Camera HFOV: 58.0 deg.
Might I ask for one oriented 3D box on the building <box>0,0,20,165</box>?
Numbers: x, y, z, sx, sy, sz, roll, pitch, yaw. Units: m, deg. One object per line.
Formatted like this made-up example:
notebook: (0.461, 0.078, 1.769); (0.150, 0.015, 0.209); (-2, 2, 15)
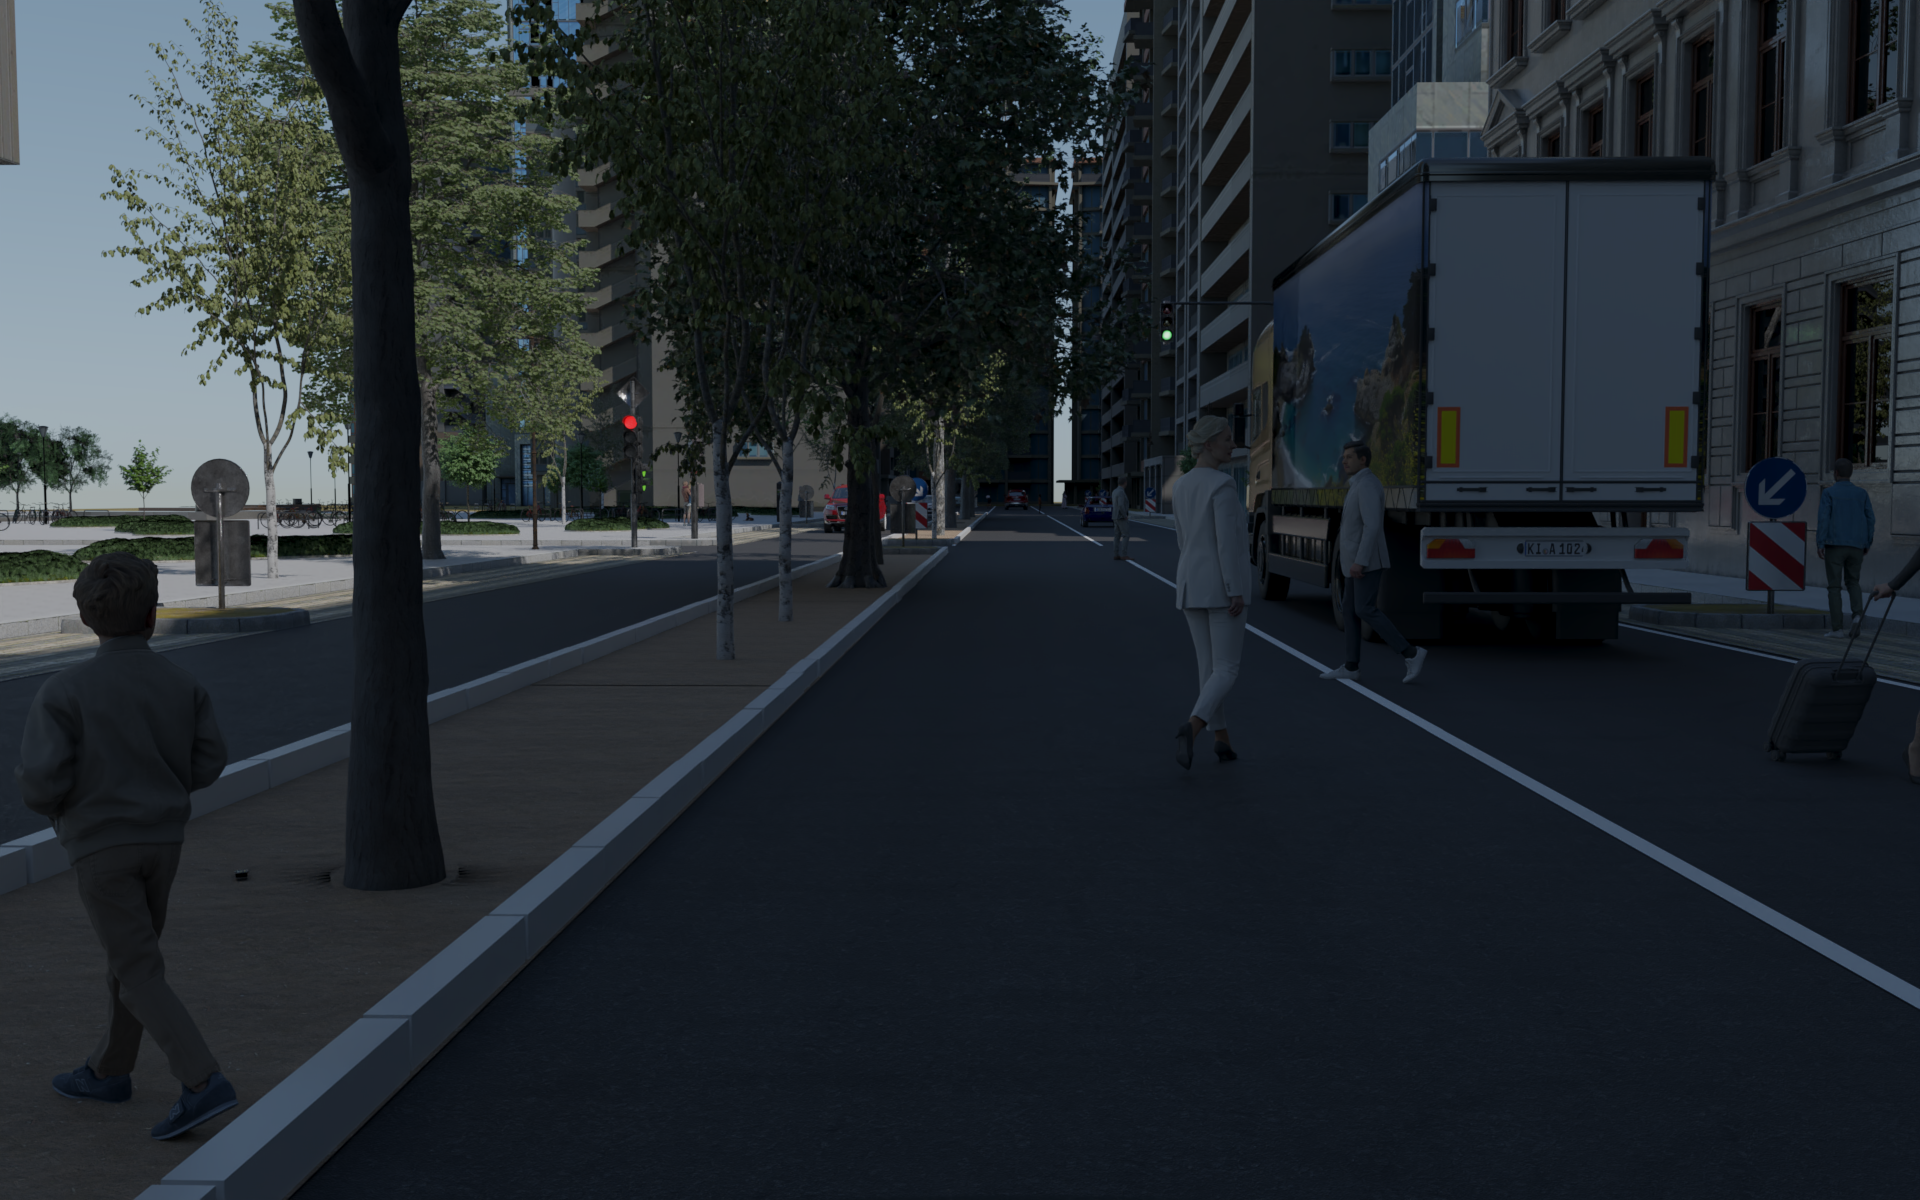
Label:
building: (-34.383, -26.636, 24.741); (27.495, 52.752, 28.713); (0, 4, 2)

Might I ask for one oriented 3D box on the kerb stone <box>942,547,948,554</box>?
kerb stone: (-0.421, -1.064, 39.588); (0.120, 0.150, 1.000); (0, 4, 2)

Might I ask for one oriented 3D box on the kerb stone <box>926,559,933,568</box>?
kerb stone: (-0.627, -0.624, 32.401); (0.120, 0.150, 1.000); (0, 4, 2)

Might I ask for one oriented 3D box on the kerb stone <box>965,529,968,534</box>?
kerb stone: (0.108, -2.223, 58.575); (0.120, 0.150, 1.000); (0, 4, 2)

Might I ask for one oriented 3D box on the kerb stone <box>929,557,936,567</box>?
kerb stone: (-0.599, -0.683, 33.429); (0.120, 0.150, 1.000); (0, 4, 2)

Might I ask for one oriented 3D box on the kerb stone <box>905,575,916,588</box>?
kerb stone: (-0.794, -0.249, 26.268); (0.120, 0.150, 1.000); (0, 4, 2)

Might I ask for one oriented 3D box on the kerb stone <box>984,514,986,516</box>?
kerb stone: (1.261, -4.735, 99.619); (0.120, 0.150, 1.000); (0, 4, 2)

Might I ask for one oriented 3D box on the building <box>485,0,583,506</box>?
building: (-35.731, -53.586, 188.800); (31.000, 86.520, 22.319); (0, 4, 2)

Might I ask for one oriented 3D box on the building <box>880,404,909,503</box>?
building: (-12.777, -25.818, 193.831); (14.107, 30.474, 14.160); (0, 4, 2)

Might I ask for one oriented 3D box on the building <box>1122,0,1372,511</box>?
building: (25.741, -33.100, 164.891); (21.300, 48.544, 21.600); (0, 4, 2)

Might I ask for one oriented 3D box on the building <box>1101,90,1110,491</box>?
building: (26.534, -34.432, 186.670); (21.300, 48.544, 21.600); (0, 4, 2)

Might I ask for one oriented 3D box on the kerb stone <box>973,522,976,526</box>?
kerb stone: (0.512, -3.101, 72.915); (0.120, 0.150, 1.000); (0, 4, 2)

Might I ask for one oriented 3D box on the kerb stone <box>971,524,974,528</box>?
kerb stone: (0.366, -2.789, 67.790); (0.120, 0.150, 1.000); (0, 4, 2)

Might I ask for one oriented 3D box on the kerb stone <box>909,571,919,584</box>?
kerb stone: (-0.765, -0.312, 27.293); (0.120, 0.150, 1.000); (0, 4, 2)

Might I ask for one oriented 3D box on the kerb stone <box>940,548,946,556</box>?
kerb stone: (-0.445, -1.001, 38.562); (0.120, 0.150, 1.000); (0, 4, 2)

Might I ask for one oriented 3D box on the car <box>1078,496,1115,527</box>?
car: (6.181, -3.876, 75.953); (1.945, 1.354, 3.894); (0, 4, 2)

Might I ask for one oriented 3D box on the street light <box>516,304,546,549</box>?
street light: (-9.856, -4.112, 40.021); (0.468, 5.910, 1.993); (0, 4, 2)

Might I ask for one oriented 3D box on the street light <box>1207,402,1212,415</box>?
street light: (12.465, -6.966, 86.679); (0.468, 5.910, 1.993); (0, 4, 2)

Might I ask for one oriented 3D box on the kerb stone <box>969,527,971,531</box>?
kerb stone: (0.224, -2.476, 62.679); (0.120, 0.150, 1.000); (0, 4, 2)

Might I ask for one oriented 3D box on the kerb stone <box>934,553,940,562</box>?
kerb stone: (-0.537, -0.813, 35.487); (0.120, 0.150, 1.000); (0, 4, 2)

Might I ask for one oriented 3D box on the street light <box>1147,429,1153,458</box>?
street light: (13.573, -9.227, 123.655); (0.468, 5.910, 1.993); (0, 4, 2)

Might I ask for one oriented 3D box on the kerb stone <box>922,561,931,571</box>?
kerb stone: (-0.653, -0.561, 31.379); (0.120, 0.150, 1.000); (0, 4, 2)

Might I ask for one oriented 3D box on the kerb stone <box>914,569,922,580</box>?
kerb stone: (-0.743, -0.370, 28.315); (0.120, 0.150, 1.000); (0, 4, 2)

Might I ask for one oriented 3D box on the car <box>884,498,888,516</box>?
car: (-5.674, -6.336, 113.387); (2.009, 1.686, 4.222); (0, 4, 0)

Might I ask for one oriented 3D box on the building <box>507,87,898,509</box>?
building: (-22.295, -28.550, 158.671); (32.217, 40.220, 23.993); (0, 4, 2)

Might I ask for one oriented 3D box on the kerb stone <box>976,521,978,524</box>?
kerb stone: (0.594, -3.290, 75.991); (0.120, 0.150, 1.000); (0, 4, 2)

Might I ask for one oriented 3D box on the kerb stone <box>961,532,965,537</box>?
kerb stone: (-0.010, -1.971, 54.464); (0.120, 0.150, 1.000); (0, 4, 2)

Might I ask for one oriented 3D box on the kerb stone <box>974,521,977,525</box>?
kerb stone: (0.567, -3.224, 74.963); (0.120, 0.150, 1.000); (0, 4, 2)

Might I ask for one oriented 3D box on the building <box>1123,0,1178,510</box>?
building: (24.419, -29.626, 139.008); (22.147, 44.769, 28.867); (0, 4, 2)

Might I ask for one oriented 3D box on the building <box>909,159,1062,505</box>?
building: (-2.264, -34.492, 218.575); (28.867, 44.769, 22.147); (0, 4, 2)

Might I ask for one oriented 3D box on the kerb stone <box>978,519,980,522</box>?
kerb stone: (0.741, -3.603, 81.110); (0.120, 0.150, 1.000); (0, 4, 2)

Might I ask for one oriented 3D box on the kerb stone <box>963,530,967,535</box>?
kerb stone: (0.077, -2.163, 57.553); (0.120, 0.150, 1.000); (0, 4, 2)

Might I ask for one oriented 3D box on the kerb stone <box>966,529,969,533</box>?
kerb stone: (0.142, -2.288, 59.607); (0.120, 0.150, 1.000); (0, 4, 2)

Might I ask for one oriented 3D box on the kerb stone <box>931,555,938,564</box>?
kerb stone: (-0.560, -0.749, 34.455); (0.120, 0.150, 1.000); (0, 4, 2)

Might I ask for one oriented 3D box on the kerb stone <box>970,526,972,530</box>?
kerb stone: (0.288, -2.601, 64.722); (0.120, 0.150, 1.000); (0, 4, 2)

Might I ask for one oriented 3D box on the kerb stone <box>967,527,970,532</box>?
kerb stone: (0.203, -2.412, 61.655); (0.120, 0.150, 1.000); (0, 4, 2)

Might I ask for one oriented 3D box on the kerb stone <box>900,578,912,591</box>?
kerb stone: (-0.825, -0.187, 25.246); (0.120, 0.150, 1.000); (0, 4, 2)

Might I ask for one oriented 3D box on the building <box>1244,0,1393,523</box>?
building: (23.467, -28.136, 83.721); (21.300, 48.544, 21.600); (0, 4, 2)

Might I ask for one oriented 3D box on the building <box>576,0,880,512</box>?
building: (-17.669, -31.272, 135.005); (21.300, 48.544, 21.600); (0, 4, 2)

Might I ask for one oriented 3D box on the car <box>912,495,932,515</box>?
car: (-1.912, -5.756, 106.479); (2.083, 1.381, 4.827); (0, 4, 1)

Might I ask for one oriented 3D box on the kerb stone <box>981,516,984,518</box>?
kerb stone: (1.055, -4.296, 92.436); (0.120, 0.150, 1.000); (0, 4, 2)

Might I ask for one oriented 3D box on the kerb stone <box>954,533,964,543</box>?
kerb stone: (-0.033, -1.911, 53.442); (0.120, 0.150, 1.000); (0, 4, 2)

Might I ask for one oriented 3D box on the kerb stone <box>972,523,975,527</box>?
kerb stone: (0.425, -2.914, 69.835); (0.120, 0.150, 1.000); (0, 4, 2)

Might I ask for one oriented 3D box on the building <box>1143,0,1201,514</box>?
building: (23.152, -41.214, 112.101); (20.563, 71.187, 20.611); (0, 4, 2)

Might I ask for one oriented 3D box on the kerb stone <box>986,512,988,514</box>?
kerb stone: (1.518, -5.297, 108.841); (0.120, 0.150, 1.000); (0, 4, 2)

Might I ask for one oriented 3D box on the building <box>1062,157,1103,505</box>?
building: (26.687, -34.454, 217.939); (28.867, 44.769, 22.147); (0, 4, 2)

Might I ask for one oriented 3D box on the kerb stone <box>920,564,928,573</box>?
kerb stone: (-0.686, -0.499, 30.358); (0.120, 0.150, 1.000); (0, 4, 2)

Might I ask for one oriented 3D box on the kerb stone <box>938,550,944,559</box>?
kerb stone: (-0.478, -0.939, 37.540); (0.120, 0.150, 1.000); (0, 4, 2)

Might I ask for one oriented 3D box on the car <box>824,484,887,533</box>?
car: (-3.924, -3.463, 65.297); (2.281, 1.827, 5.304); (0, 4, 2)

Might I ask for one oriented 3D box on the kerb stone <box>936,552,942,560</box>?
kerb stone: (-0.504, -0.876, 36.516); (0.120, 0.150, 1.000); (0, 4, 2)

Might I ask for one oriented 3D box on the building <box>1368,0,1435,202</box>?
building: (27.366, -45.429, 55.431); (31.000, 86.520, 22.319); (0, 4, 2)

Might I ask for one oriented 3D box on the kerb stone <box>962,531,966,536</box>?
kerb stone: (0.024, -2.037, 55.495); (0.120, 0.150, 1.000); (0, 4, 2)

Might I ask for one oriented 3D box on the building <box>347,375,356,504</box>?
building: (-59.748, -23.195, 224.283); (28.899, 21.520, 27.650); (0, 4, 2)

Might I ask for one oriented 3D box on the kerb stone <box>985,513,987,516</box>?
kerb stone: (1.375, -4.986, 103.717); (0.120, 0.150, 1.000); (0, 4, 2)

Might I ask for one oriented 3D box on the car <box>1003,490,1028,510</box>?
car: (5.107, -9.097, 157.409); (2.281, 1.827, 5.304); (0, 3, 0)

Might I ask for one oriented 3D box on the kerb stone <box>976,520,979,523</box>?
kerb stone: (0.654, -3.415, 78.036); (0.120, 0.150, 1.000); (0, 4, 2)

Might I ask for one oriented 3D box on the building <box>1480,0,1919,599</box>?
building: (16.937, -11.850, 29.910); (11.583, 22.565, 21.152); (0, 4, 2)

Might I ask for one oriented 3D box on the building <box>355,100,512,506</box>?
building: (-58.387, -33.267, 194.029); (14.200, 45.320, 14.600); (0, 4, 2)

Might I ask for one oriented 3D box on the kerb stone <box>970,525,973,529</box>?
kerb stone: (0.309, -2.656, 65.746); (0.120, 0.150, 1.000); (0, 4, 2)

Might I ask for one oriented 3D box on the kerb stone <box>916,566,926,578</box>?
kerb stone: (-0.709, -0.437, 29.336); (0.120, 0.150, 1.000); (0, 4, 2)
